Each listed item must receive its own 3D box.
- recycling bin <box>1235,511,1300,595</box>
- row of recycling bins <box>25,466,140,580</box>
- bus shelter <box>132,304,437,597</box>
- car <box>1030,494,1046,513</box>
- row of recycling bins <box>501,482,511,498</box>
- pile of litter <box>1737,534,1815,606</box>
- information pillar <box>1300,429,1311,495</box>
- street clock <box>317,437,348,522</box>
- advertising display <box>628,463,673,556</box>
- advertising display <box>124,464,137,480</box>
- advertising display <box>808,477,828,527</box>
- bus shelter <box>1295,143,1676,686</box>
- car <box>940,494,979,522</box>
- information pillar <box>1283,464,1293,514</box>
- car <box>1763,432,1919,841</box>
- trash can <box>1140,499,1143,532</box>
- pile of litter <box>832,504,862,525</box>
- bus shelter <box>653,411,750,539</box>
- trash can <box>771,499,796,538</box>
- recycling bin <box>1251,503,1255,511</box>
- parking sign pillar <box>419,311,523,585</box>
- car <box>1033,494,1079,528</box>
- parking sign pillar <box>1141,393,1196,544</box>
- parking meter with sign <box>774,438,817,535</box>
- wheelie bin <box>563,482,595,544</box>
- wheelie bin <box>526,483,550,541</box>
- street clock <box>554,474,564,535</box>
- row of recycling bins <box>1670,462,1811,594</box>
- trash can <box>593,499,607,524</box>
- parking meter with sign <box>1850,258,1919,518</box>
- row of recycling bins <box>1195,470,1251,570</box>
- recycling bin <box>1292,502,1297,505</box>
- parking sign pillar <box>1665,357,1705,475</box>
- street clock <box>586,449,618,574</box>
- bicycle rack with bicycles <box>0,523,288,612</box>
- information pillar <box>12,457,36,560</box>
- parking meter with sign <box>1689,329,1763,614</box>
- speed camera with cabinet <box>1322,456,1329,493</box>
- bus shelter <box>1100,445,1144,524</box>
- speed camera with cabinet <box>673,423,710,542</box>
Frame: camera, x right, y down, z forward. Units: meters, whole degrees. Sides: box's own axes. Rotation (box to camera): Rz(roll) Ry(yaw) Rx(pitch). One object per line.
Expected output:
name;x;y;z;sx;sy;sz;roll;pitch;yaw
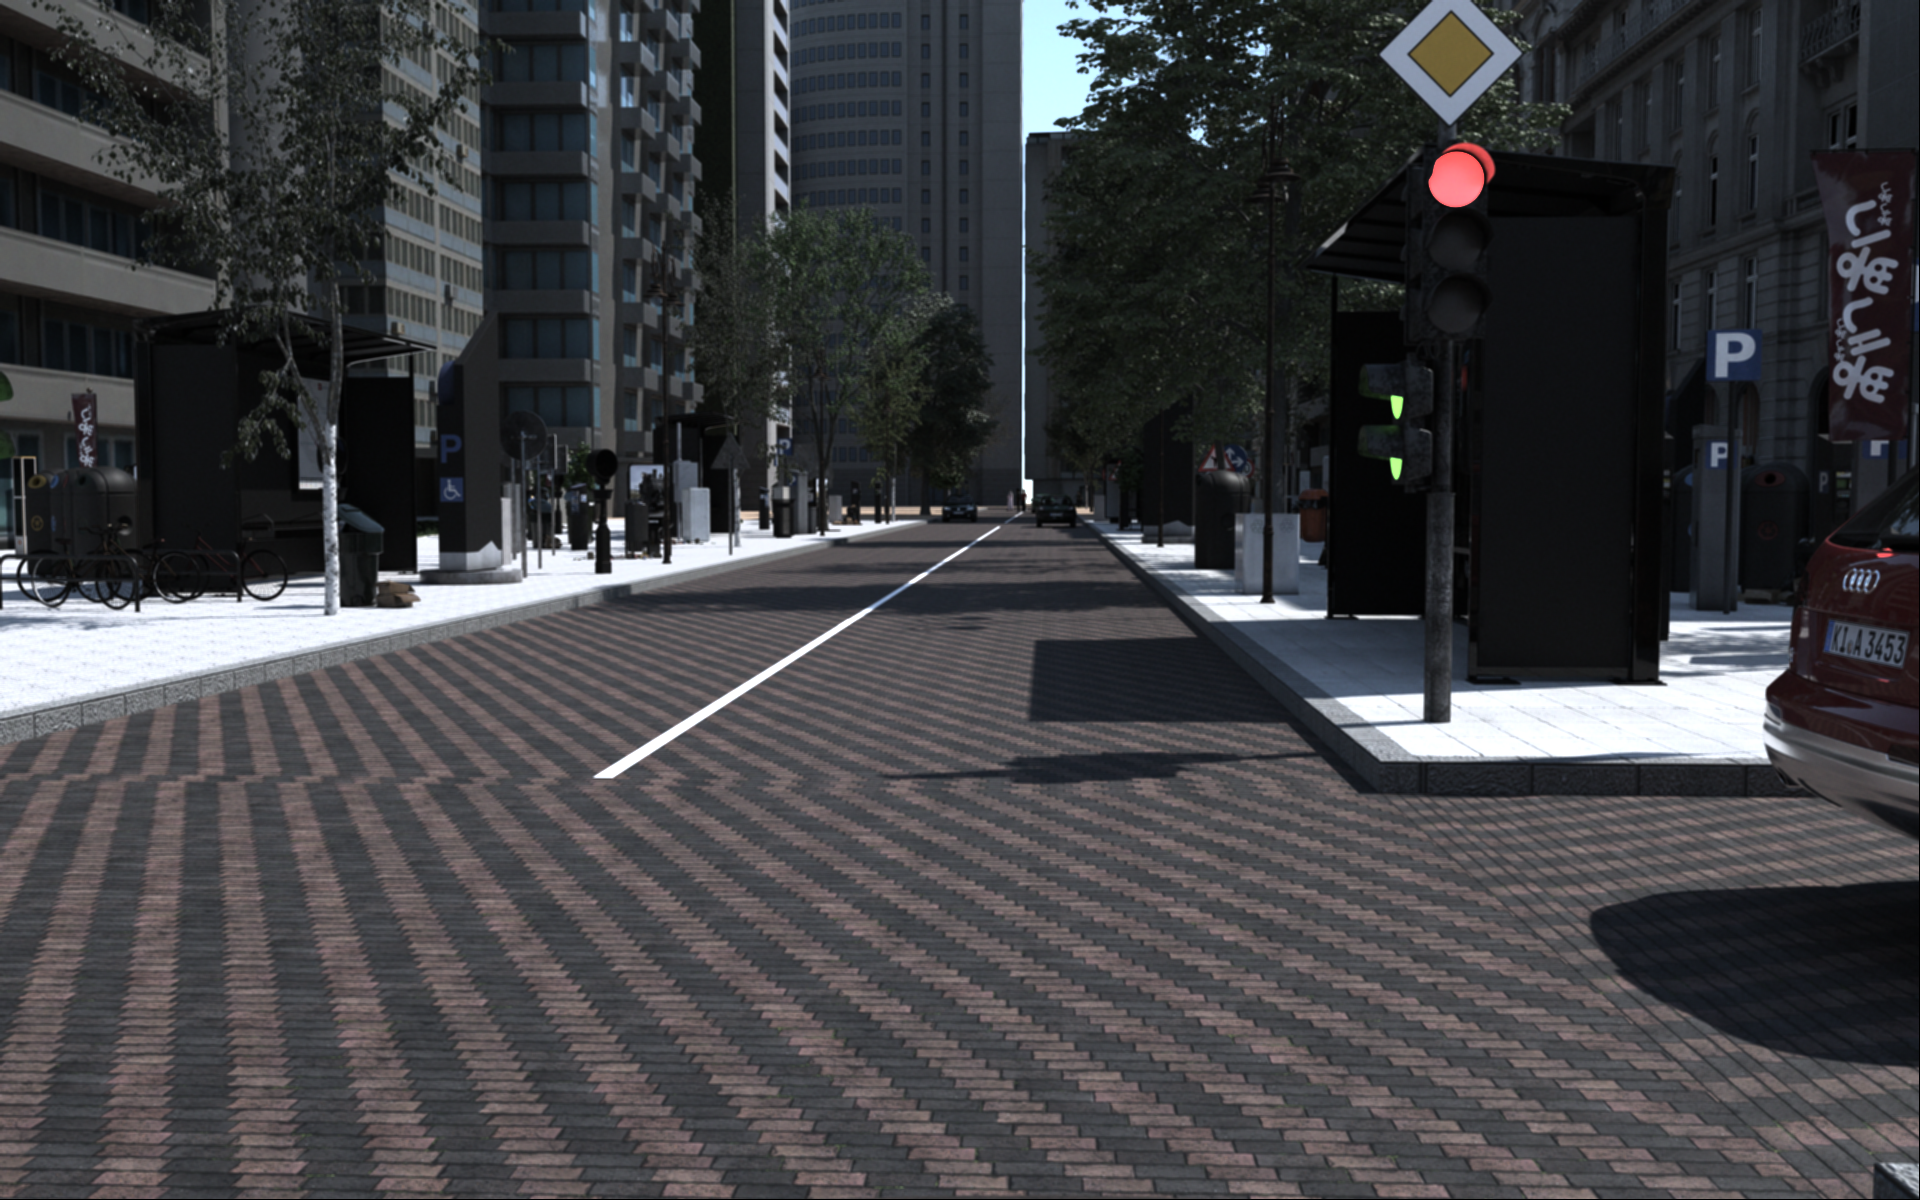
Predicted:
recycling bin;3.962;-0.600;22.369;0.722;1.027;0.722;0;4;0
row of recycling bins;-13.516;-1.200;26.732;1.069;1.692;3.534;-3;5;-41
bus shelter;-9.345;-2.040;24.644;1.731;3.624;6.357;0;4;3
car;6.336;-7.269;130.654;2.131;1.459;4.920;0;4;4
row of recycling bins;-15.903;-3.125;58.203;3.534;1.692;1.069;3;5;44
pile of litter;9.714;-0.376;20.120;1.176;0.858;1.719;1;4;8
information pillar;12.320;-4.316;61.918;0.183;3.616;0.504;-2;4;-29
street clock;-8.001;-1.074;22.125;0.358;2.002;0.471;0;4;0
advertising display;-6.427;-1.883;35.999;0.974;1.923;0.123;1;4;16
advertising display;-18.484;-2.062;38.926;0.974;1.923;0.123;3;5;39
advertising display;-5.693;-3.785;67.106;0.974;1.923;0.123;0;4;1
bus shelter;4.123;-1.432;14.690;1.731;3.624;6.357;0;4;3
car;0.002;-4.859;89.238;2.009;1.686;4.222;0;4;2
information pillar;7.827;-2.286;41.872;0.304;2.012;0.304;3;4;38
car;5.372;0.206;5.299;5.304;1.827;2.281;0;4;4
trash can;6.093;-2.673;55.363;0.748;1.137;0.748;0;3;0
pile of litter;-4.689;-3.550;72.013;1.176;0.858;1.719;-1;4;-20
bus shelter;-7.665;-3.709;51.931;1.731;3.624;6.357;0;4;3
trash can;-5.171;-2.392;50.762;0.748;1.137;0.748;0;3;0
recycling bin;7.918;-2.256;49.433;0.722;1.027;0.722;-2;4;-29
parking sign pillar;-7.086;-2.234;25.002;1.447;3.967;1.447;0;4;7
car;4.184;-4.014;75.422;2.009;1.686;4.222;0;4;3
parking sign pillar;5.457;-3.464;45.101;1.447;3.967;1.447;1;4;17
parking meter with sign;-5.127;-3.586;54.892;0.543;3.016;1.738;2;4;23
wheelie bin;-9.848;-2.255;44.776;0.693;1.594;0.980;0;4;2
wheelie bin;-11.734;-2.458;48.094;0.693;1.594;0.980;-1;4;-13
street clock;-12.753;-3.082;54.957;0.358;2.002;0.471;1;4;9
row of recycling bins;10.065;-0.940;22.487;3.534;1.692;1.069;2;4;29
trash can;-15.526;-3.854;74.661;0.748;1.137;0.748;0;3;0
parking meter with sign;7.314;-1.066;13.683;0.543;3.016;1.738;2;4;25
row of recycling bins;4.722;-1.466;31.082;1.069;1.692;3.534;1;4;9
recycling bin;10.345;-2.560;54.403;0.722;1.027;0.722;3;5;44
parking sign pillar;14.062;-2.776;33.862;1.447;3.967;1.447;-3;5;-44
street clock;-5.762;-1.428;27.923;0.358;2.002;0.471;3;5;40
bicycle rack with bicycles;-9.732;-0.407;20.034;2.925;0.926;2.852;1;4;14
information pillar;-18.365;-1.807;34.037;0.304;2.012;0.304;2;4;28
parking meter with sign;8.411;-1.404;19.209;0.543;3.016;1.738;1;4;16
speed camera with cabinet;9.361;-2.890;41.587;0.660;3.252;2.038;-1;4;-11
bus shelter;7.064;-4.906;74.131;2.014;3.302;5.546;0;4;3
speed camera with cabinet;-7.354;-3.248;47.442;0.660;3.252;2.038;-1;4;-21
